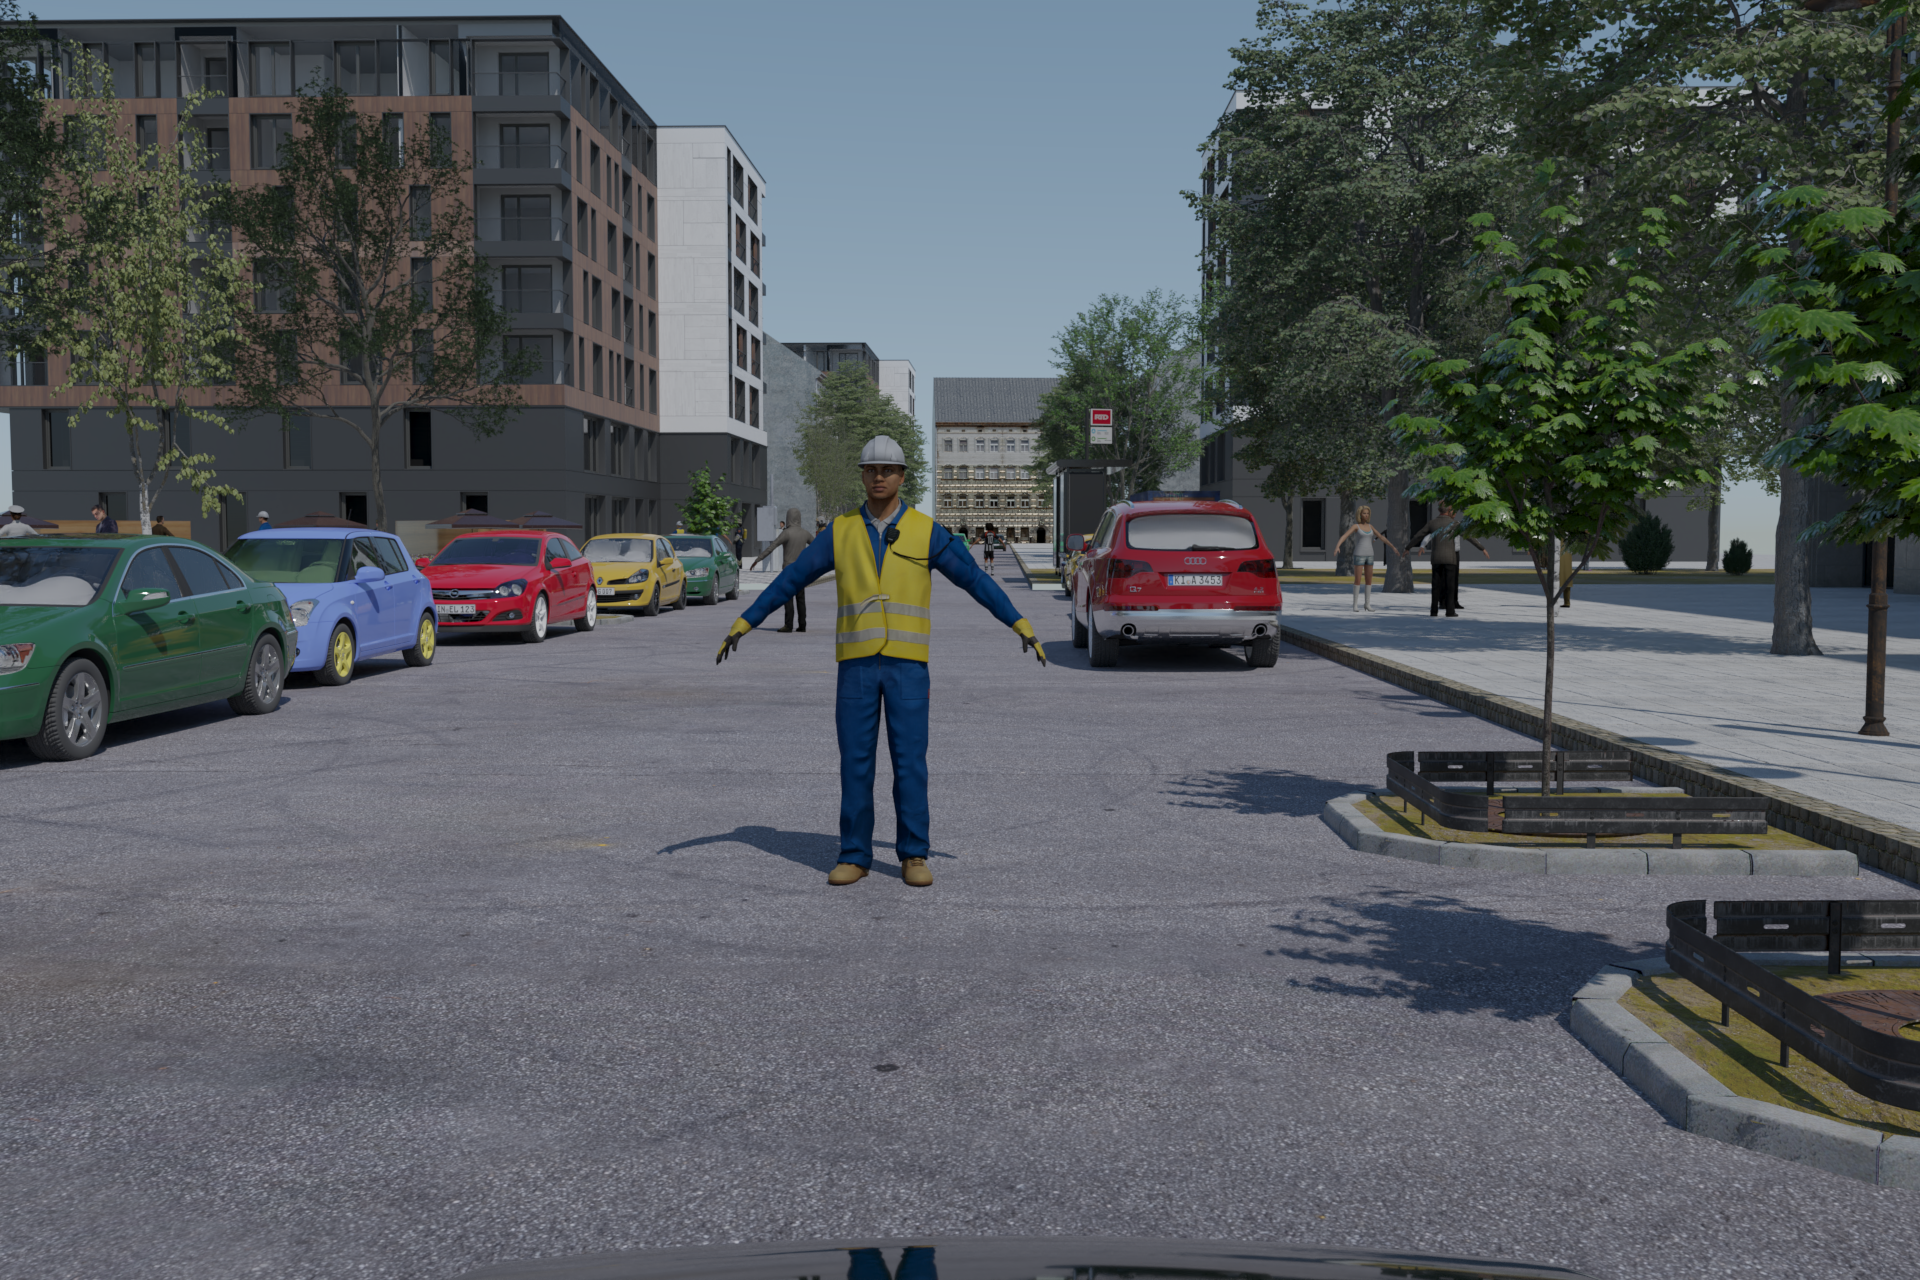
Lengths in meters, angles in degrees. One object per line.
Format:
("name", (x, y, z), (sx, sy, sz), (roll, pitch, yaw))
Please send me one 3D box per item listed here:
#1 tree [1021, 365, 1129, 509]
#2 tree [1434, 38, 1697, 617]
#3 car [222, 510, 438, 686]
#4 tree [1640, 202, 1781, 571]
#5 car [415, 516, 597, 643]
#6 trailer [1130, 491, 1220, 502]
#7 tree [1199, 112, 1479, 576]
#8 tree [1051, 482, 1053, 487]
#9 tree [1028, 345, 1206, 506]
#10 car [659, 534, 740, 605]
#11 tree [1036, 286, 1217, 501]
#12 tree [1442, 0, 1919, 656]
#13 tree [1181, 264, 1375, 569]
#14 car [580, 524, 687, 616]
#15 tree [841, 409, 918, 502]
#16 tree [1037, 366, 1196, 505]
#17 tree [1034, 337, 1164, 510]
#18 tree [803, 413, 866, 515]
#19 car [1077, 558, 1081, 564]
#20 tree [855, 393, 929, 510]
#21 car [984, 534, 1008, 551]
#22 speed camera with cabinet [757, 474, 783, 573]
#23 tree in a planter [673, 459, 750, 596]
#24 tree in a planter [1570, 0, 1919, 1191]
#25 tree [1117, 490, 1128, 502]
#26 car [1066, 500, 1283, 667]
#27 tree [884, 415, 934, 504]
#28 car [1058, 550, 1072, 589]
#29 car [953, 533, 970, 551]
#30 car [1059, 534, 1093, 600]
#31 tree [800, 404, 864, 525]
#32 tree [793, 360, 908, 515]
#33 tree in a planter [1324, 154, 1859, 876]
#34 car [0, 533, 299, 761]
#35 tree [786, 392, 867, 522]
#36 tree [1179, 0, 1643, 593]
("tree", (7.960, -12.120, 116.292), (7.486, 12.596, 7.792), (0, 3, 0))
("tree", (9.092, -4.644, 26.296), (4.360, 8.622, 3.978), (0, 3, 0))
("car", (-6.623, -0.483, 17.481), (1.945, 1.707, 3.694), (0, 4, 2))
("tree", (26.498, -8.667, 59.830), (7.486, 12.596, 7.792), (0, 3, 0))
("car", (-6.350, -0.922, 24.107), (2.155, 1.783, 4.494), (0, 4, 2))
("trailer", (2.972, -1.086, 24.812), (1.471, 1.999, 3.904), (0, 4, 1))
("tree", (11.828, -8.949, 52.972), (9.857, 13.997, 8.962), (0, 3, 0))
("tree", (9.523, -11.907, 145.048), (4.360, 8.622, 3.978), (0, 3, 0))
("tree", (7.482, -9.074, 82.779), (8.767, 10.594, 7.601), (0, 4, 2))
("car", (-5.780, -1.504, 36.381), (2.131, 1.459, 4.920), (0, 4, 1))
("tree", (7.102, -9.040, 73.566), (9.928, 11.665, 9.643), (0, 3, 0))
("tree", (8.661, -6.094, 17.766), (7.486, 12.596, 7.792), (0, 3, 0))
("tree", (11.902, -8.388, 62.906), (9.928, 11.665, 9.643), (0, 3, 0))
("car", (-6.086, -1.293, 31.369), (2.015, 1.641, 3.980), (0, 4, 1))
("tree", (-6.504, -11.624, 124.458), (7.601, 10.594, 8.767), (-1, 4, -8))
("tree", (8.293, -9.638, 91.996), (8.767, 10.594, 7.601), (0, 4, 3))
("tree", (7.961, -11.139, 100.242), (7.486, 12.596, 7.792), (0, 3, 0))
("tree", (-6.937, -9.461, 105.056), (4.360, 8.622, 3.978), (0, 3, 0))
("car", (3.006, -1.167, 29.296), (2.015, 1.641, 3.980), (0, 4, 1))
("tree", (-5.953, -13.560, 139.840), (7.486, 12.596, 7.792), (0, 3, 0))
("car", (2.973, -8.207, 143.973), (2.009, 1.686, 4.222), (0, 4, 0))
("speed camera with cabinet", (-6.363, -3.891, 57.956), (0.660, 3.252, 2.038), (0, 4, 3))
("tree in a planter", (-6.066, -2.689, 41.189), (1.991, 3.239, 1.994), (0, 4, 1))
("tree in a planter", (2.748, -0.445, 4.506), (1.991, 3.239, 1.994), (0, 4, 2))
("tree", (23.874, -18.428, 235.704), (7.601, 10.594, 8.767), (0, 4, -2))
("car", (2.414, -0.704, 20.184), (2.281, 1.827, 5.304), (0, 4, 0))
("tree", (-6.143, -13.720, 150.082), (9.928, 11.665, 9.643), (0, 3, 0))
("car", (3.528, -1.952, 44.492), (1.945, 1.354, 3.894), (0, 4, 0))
("car", (-0.346, -5.815, 103.877), (1.959, 1.807, 4.718), (0, 4, 1))
("car", (3.240, -1.735, 38.583), (2.015, 1.641, 3.980), (0, 4, 0))
("tree", (-7.591, -9.061, 98.505), (4.360, 8.622, 3.978), (0, 3, 0))
("tree", (-7.350, -11.935, 113.258), (7.486, 12.596, 7.792), (0, 3, 0))
("tree in a planter", (2.805, -0.670, 8.184), (1.991, 3.239, 1.994), (0, 4, 2))
("car", (-6.440, -0.040, 12.458), (2.131, 1.459, 4.920), (0, 4, 1))
("tree", (-7.409, -8.530, 89.823), (4.360, 8.622, 3.978), (0, 3, 0))
("tree", (9.668, -7.997, 37.414), (9.857, 13.997, 8.962), (0, 3, 0))
